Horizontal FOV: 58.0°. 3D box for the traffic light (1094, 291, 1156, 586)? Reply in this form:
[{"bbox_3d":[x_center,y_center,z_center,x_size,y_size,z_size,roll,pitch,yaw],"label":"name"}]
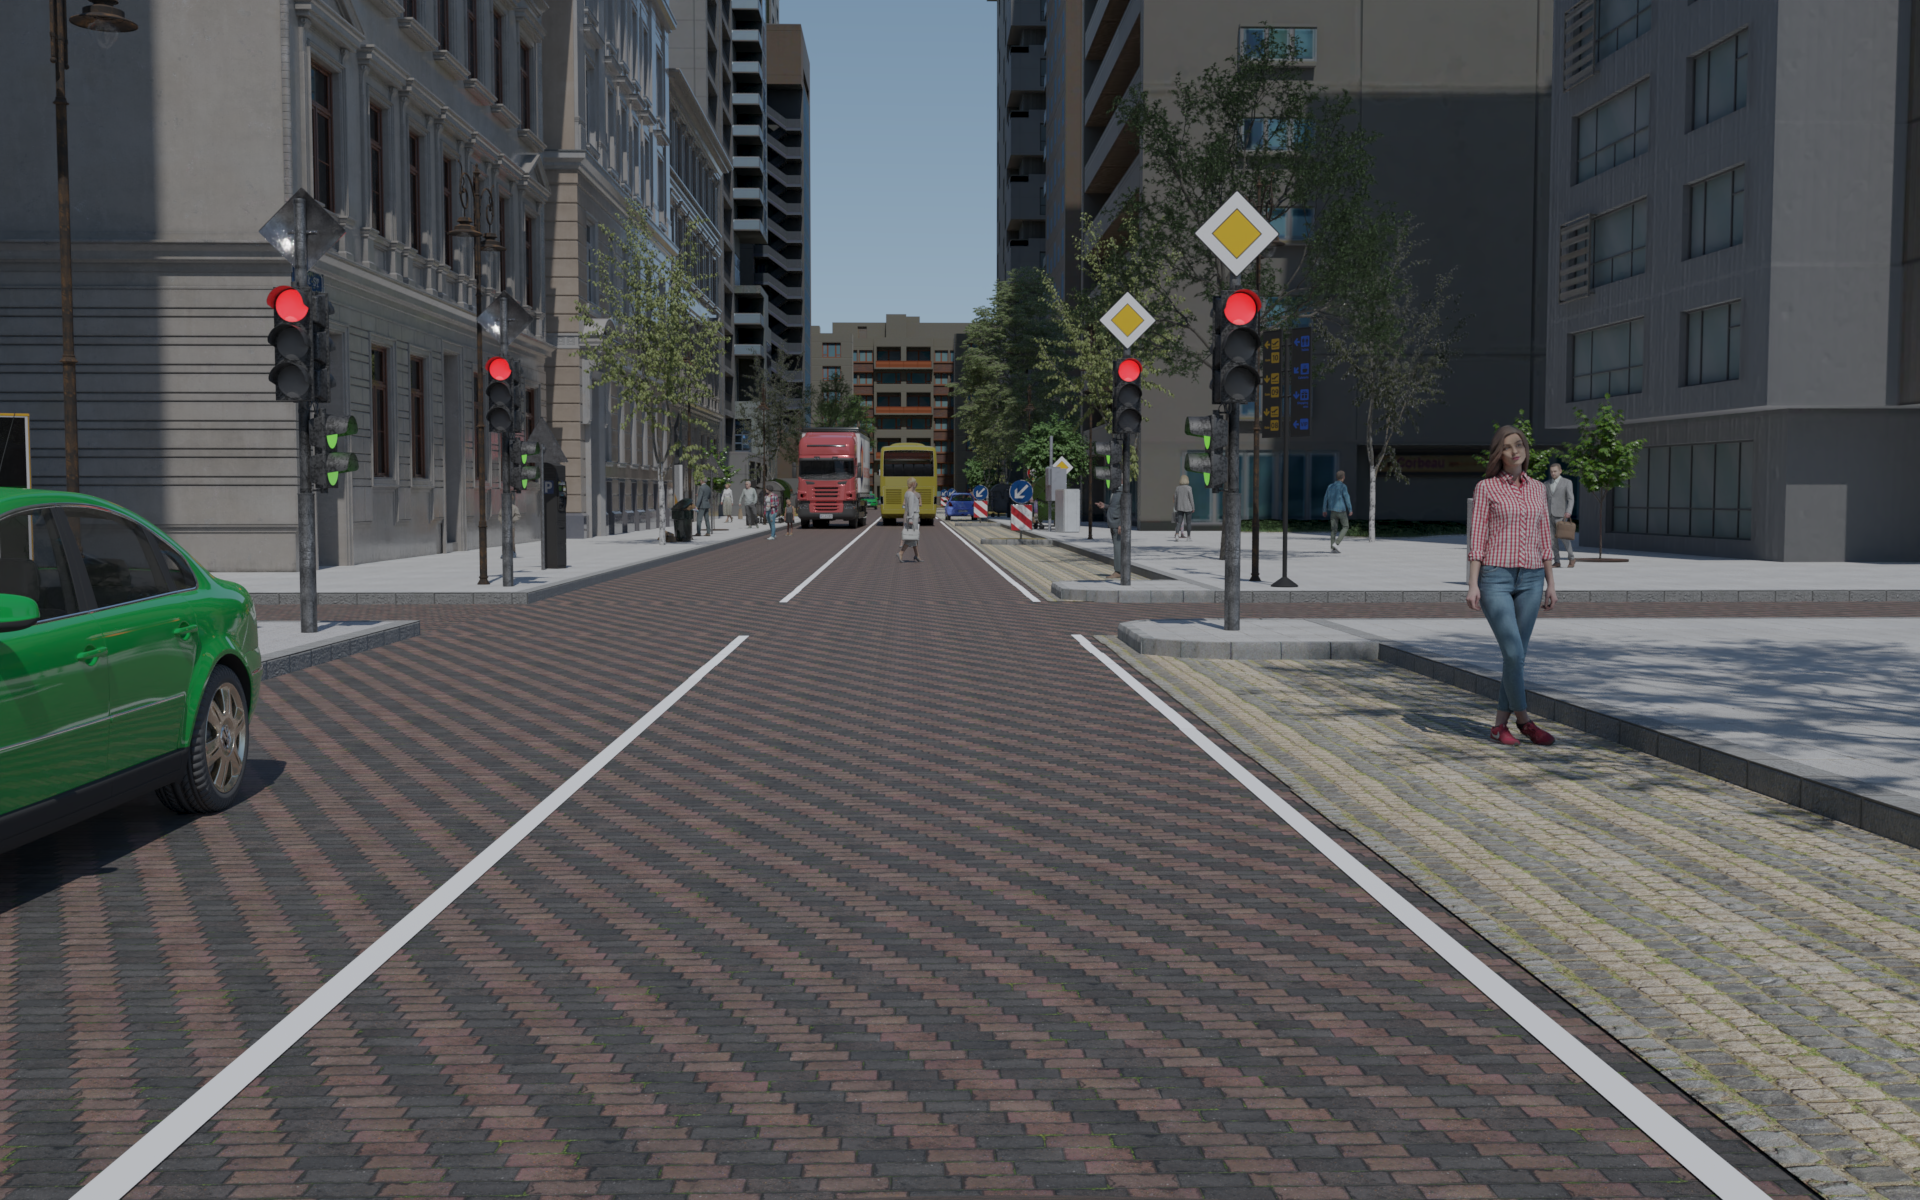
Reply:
[{"bbox_3d":[2.304,-2.157,24.184,0.839,4.253,0.868,0,4,-2],"label":"traffic light"}]

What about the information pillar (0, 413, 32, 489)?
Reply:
[{"bbox_3d":[-8.694,-0.699,15.923,0.304,2.012,0.304,-2,4,-27],"label":"information pillar"}]

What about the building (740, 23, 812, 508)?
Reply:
[{"bbox_3d":[-21.554,-31.392,163.369,14.200,45.320,14.600,0,4,-2],"label":"building"}]

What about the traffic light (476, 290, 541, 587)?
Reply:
[{"bbox_3d":[-6.253,-2.140,23.912,0.839,4.253,0.868,0,4,-2],"label":"traffic light"}]

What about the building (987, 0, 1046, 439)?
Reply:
[{"bbox_3d":[17.385,-34.817,158.497,28.713,52.752,27.495,0,4,-2],"label":"building"}]

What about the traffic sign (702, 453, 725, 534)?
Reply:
[{"bbox_3d":[-7.887,-3.363,54.994,0.884,2.594,0.081,0,4,2],"label":"traffic sign"}]

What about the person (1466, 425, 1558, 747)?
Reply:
[{"bbox_3d":[3.119,-0.081,9.841,0.555,1.821,0.388,-1,4,-21],"label":"person"}]

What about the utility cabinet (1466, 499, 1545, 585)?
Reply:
[{"bbox_3d":[7.650,-0.801,24.265,1.020,1.237,0.306,0,4,2],"label":"utility cabinet"}]

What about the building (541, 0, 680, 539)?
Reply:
[{"bbox_3d":[-17.269,-16.655,58.220,13.634,28.700,20.117,0,4,-2],"label":"building"}]

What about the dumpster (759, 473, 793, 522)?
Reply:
[{"bbox_3d":[-8.419,-4.684,79.074,1.502,2.255,1.985,0,4,-2],"label":"dumpster"}]

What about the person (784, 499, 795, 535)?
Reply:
[{"bbox_3d":[-5.907,-2.866,60.022,0.362,1.253,0.373,1,4,19],"label":"person"}]

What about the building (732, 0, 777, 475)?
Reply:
[{"bbox_3d":[-25.120,-50.182,133.142,22.319,86.520,31.000,0,4,-2],"label":"building"}]

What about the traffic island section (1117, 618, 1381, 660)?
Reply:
[{"bbox_3d":[2.584,0.365,16.317,2.009,0.180,2.903,0,4,-2],"label":"traffic island section"}]

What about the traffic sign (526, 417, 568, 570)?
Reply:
[{"bbox_3d":[-7.035,-1.783,29.154,0.884,2.594,0.081,0,4,1],"label":"traffic sign"}]

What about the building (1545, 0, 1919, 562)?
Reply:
[{"bbox_3d":[21.360,-21.470,34.622,14.086,41.232,14.154,0,4,-2],"label":"building"}]

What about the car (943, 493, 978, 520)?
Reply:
[{"bbox_3d":[0.058,-5.218,94.905,1.945,1.707,3.694,0,4,-3],"label":"car"}]

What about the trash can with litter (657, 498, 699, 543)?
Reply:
[{"bbox_3d":[-7.525,-2.126,46.149,0.624,1.170,1.055,3,4,36],"label":"trash can with litter"}]

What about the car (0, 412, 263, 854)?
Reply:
[{"bbox_3d":[-4.117,0.146,6.416,1.959,1.807,4.718,0,4,-3],"label":"car"}]

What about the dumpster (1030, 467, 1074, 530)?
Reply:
[{"bbox_3d":[3.300,-3.677,62.619,1.502,2.255,1.985,0,4,-2],"label":"dumpster"}]

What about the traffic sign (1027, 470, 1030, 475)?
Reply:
[{"bbox_3d":[3.177,-4.398,72.006,0.768,2.556,0.104,0,4,0],"label":"traffic sign"}]

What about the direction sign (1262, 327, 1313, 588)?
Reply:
[{"bbox_3d":[4.487,-1.947,23.837,0.379,3.537,0.876,-3,4,-37],"label":"direction sign"}]

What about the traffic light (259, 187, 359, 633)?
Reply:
[{"bbox_3d":[-6.013,-1.652,15.931,0.839,4.253,0.868,0,4,-2],"label":"traffic light"}]

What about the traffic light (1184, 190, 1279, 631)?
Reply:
[{"bbox_3d":[2.544,-1.669,16.202,0.839,4.253,0.868,0,4,-2],"label":"traffic light"}]

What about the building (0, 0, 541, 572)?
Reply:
[{"bbox_3d":[-16.116,-12.299,37.253,11.583,22.565,21.152,0,4,-2],"label":"building"}]

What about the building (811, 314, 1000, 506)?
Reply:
[{"bbox_3d":[-6.475,-21.715,200.084,28.899,21.520,27.650,0,4,-2],"label":"building"}]

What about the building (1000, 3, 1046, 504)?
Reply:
[{"bbox_3d":[14.989,-49.879,128.189,22.319,86.520,31.000,0,4,-2],"label":"building"}]

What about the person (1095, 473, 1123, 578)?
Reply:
[{"bbox_3d":[2.624,-1.271,29.461,0.590,1.801,0.661,-1,4,-14],"label":"person"}]

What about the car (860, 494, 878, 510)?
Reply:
[{"bbox_3d":[-8.490,-9.201,159.225,1.959,1.807,4.718,0,4,-2],"label":"car"}]

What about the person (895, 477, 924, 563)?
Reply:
[{"bbox_3d":[-1.055,-1.674,36.229,0.624,1.780,0.694,0,4,-3],"label":"person"}]

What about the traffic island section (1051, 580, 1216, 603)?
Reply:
[{"bbox_3d":[2.345,-0.123,24.299,2.009,0.180,2.903,0,4,-2],"label":"traffic island section"}]

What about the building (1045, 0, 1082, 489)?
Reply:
[{"bbox_3d":[12.730,-27.909,106.429,14.600,45.320,14.200,0,4,-2],"label":"building"}]

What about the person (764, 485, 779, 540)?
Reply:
[{"bbox_3d":[-5.929,-2.767,54.584,0.563,1.720,0.643,3,5,41],"label":"person"}]

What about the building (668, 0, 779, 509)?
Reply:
[{"bbox_3d":[-31.092,-46.199,193.607,20.611,71.187,20.563,0,4,-2],"label":"building"}]

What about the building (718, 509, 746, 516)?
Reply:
[{"bbox_3d":[-22.686,-40.936,107.560,20.563,71.187,20.611,0,4,-2],"label":"building"}]

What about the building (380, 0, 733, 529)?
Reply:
[{"bbox_3d":[-17.197,-14.872,79.309,11.583,22.565,21.152,0,4,-2],"label":"building"}]

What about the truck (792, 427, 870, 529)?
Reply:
[{"bbox_3d":[-5.423,-5.271,75.100,2.839,4.237,11.283,0,3,0],"label":"truck"}]

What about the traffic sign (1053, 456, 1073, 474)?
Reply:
[{"bbox_3d":[3.532,-3.671,59.761,0.795,2.593,0.064,0,4,3],"label":"traffic sign"}]

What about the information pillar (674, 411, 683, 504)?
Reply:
[{"bbox_3d":[-7.997,-3.539,49.216,0.183,3.616,0.504,-2,4,-27],"label":"information pillar"}]

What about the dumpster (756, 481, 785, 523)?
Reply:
[{"bbox_3d":[-8.366,-4.303,76.113,1.264,1.857,1.865,0,4,-2],"label":"dumpster"}]

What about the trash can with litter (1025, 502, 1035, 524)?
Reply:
[{"bbox_3d":[3.172,-3.877,74.779,0.624,1.170,1.055,-1,4,-21],"label":"trash can with litter"}]

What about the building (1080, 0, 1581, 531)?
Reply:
[{"bbox_3d":[16.574,-27.249,69.216,21.300,48.544,21.600,0,4,-2],"label":"building"}]

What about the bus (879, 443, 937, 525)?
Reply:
[{"bbox_3d":[-2.482,-5.563,82.504,2.896,3.916,12.252,0,4,-2],"label":"bus"}]

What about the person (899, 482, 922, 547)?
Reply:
[{"bbox_3d":[-1.329,-2.305,46.531,0.599,1.781,0.374,0,4,1],"label":"person"}]

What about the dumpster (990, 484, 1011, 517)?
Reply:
[{"bbox_3d":[2.310,-5.488,95.488,1.264,1.857,1.865,0,4,-2],"label":"dumpster"}]
